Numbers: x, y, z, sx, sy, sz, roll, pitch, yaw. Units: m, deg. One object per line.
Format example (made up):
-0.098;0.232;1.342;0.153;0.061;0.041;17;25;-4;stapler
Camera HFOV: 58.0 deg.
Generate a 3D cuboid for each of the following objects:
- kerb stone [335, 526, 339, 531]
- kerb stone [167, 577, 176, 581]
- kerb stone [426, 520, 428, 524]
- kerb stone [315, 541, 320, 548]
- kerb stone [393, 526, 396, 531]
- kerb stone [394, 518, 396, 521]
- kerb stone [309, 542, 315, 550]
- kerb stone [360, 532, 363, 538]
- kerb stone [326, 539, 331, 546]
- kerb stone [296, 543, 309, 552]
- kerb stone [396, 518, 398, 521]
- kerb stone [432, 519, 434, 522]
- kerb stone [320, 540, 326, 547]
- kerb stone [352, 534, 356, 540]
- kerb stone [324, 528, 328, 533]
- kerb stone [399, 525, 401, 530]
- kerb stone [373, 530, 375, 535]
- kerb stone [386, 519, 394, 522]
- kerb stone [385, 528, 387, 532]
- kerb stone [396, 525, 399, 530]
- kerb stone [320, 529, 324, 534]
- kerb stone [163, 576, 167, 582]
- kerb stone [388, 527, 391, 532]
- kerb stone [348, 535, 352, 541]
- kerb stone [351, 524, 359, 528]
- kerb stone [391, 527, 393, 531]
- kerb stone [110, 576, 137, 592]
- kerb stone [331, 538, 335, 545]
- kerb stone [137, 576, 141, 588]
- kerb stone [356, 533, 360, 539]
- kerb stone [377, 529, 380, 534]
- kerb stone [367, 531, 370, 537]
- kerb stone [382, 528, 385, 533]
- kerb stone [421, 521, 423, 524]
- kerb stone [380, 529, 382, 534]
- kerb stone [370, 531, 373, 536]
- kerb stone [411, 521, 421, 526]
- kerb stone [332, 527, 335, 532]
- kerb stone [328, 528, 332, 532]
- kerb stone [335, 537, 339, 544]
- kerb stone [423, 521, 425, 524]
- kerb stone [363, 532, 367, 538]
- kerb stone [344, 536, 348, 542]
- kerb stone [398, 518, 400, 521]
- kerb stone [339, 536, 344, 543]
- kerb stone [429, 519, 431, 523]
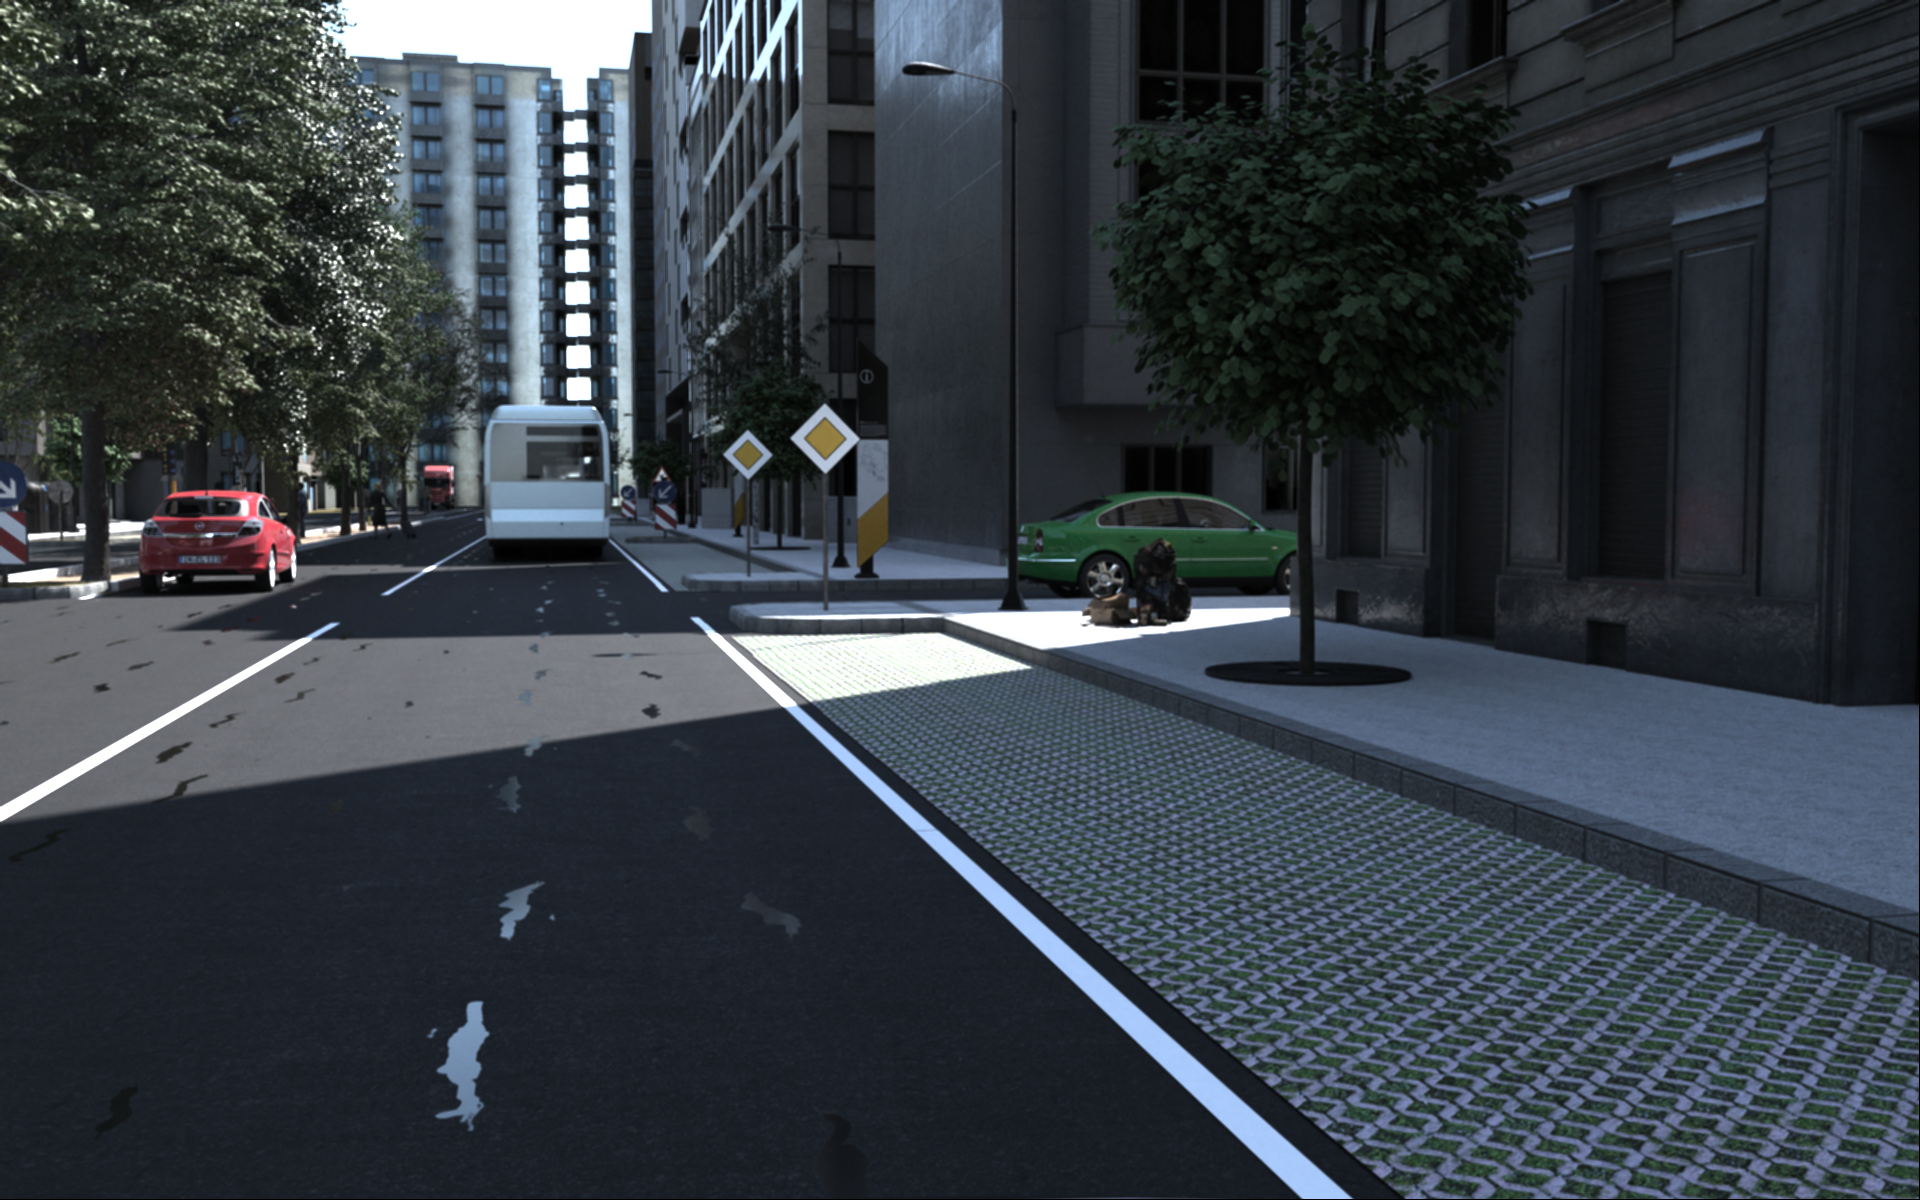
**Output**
-24.019;-2.701;66.351;0.120;0.150;1.000;-1;4;-13;kerb stone
-13.201;-0.406;28.840;0.120;0.150;1.000;-1;4;-13;kerb stone
-25.668;-3.708;82.824;0.120;0.150;1.000;-1;4;-13;kerb stone
-17.122;-1.445;45.828;0.120;0.150;1.000;-1;4;-13;kerb stone
-21.979;-2.730;66.829;0.120;0.150;1.000;-1;4;-13;kerb stone
-29.330;-4.106;89.323;0.120;0.150;1.000;-1;4;-13;kerb stone
-16.891;-1.382;44.832;0.120;0.150;1.000;-1;4;-13;kerb stone
-19.436;-2.058;55.839;0.120;0.150;1.000;-1;4;-13;kerb stone
-17.583;-1.568;47.837;0.120;0.150;1.000;-1;4;-13;kerb stone
-16.660;-1.320;43.823;0.120;0.150;1.000;-1;4;-13;kerb stone
-29.568;-4.167;90.323;0.120;0.150;1.000;-1;4;-13;kerb stone
-26.596;-3.952;86.816;0.120;0.150;1.000;-1;4;-13;kerb stone
-17.353;-1.495;46.833;0.120;0.150;1.000;-1;4;-13;kerb stone
-18.973;-1.930;53.842;0.120;0.150;1.000;-1;4;-13;kerb stone
-23.335;-2.517;63.349;0.120;0.150;1.000;-1;4;-13;kerb stone
-22.438;-2.852;68.829;0.120;0.150;1.000;-1;4;-13;kerb stone
-20.360;-2.296;59.832;0.120;0.150;1.000;-1;4;-13;kerb stone
-29.101;-4.045;88.325;0.120;0.150;1.000;-1;4;-13;kerb stone
-21.294;-2.547;63.832;0.120;0.150;1.000;-1;4;-13;kerb stone
-22.197;-2.791;67.828;0.120;0.150;1.000;-1;4;-13;kerb stone
-23.100;-2.456;62.347;0.120;0.150;1.000;-1;4;-13;kerb stone
-12.966;-0.346;27.846;0.120;0.150;1.000;-1;4;-13;kerb stone
-21.516;-2.608;64.830;0.120;0.150;1.000;-1;4;-13;kerb stone
-18.742;-1.871;52.846;0.120;0.150;1.000;-1;4;-13;kerb stone
-25.641;-3.129;73.347;0.120;0.150;1.000;-1;4;-13;kerb stone
-21.748;-2.669;65.833;0.120;0.150;1.000;-1;4;-13;kerb stone
-12.503;-0.223;25.852;0.120;0.150;1.000;-1;4;-13;kerb stone
-17.819;-1.626;48.838;0.120;0.150;1.000;-1;4;-13;kerb stone
-12.735;-0.285;26.847;0.120;0.150;1.000;-1;4;-13;kerb stone
-19.207;-1.997;54.843;0.120;0.150;1.000;-1;4;-13;kerb stone
-20.586;-2.363;60.832;0.120;0.150;1.000;-1;4;-13;kerb stone
-19.899;-2.180;57.833;0.120;0.150;1.000;-1;4;-13;kerb stone
-21.052;-2.481;62.839;0.120;0.150;1.000;-1;4;-13;kerb stone
-24.984;-3.522;79.831;0.120;0.150;1.000;-1;4;-13;kerb stone
-20.823;-2.422;61.835;0.120;0.150;1.000;-1;4;-13;kerb stone
-20.127;-2.240;58.833;0.120;0.150;1.000;-1;4;-13;kerb stone
-24.753;-3.464;78.835;0.120;0.150;1.000;-1;4;-13;kerb stone
-23.792;-2.640;65.353;0.120;0.150;1.000;-1;4;-13;kerb stone
-23.569;-2.578;64.352;0.120;0.150;1.000;-1;4;-13;kerb stone
-18.059;-1.691;49.838;0.120;0.150;1.000;-1;4;-13;kerb stone
-25.208;-3.586;80.829;0.120;0.150;1.000;-1;4;-13;kerb stone
-19.660;-2.118;56.837;0.120;0.150;1.000;-1;4;-13;kerb stone
-18.512;-1.814;51.848;0.120;0.150;1.000;-1;4;-13;kerb stone
-29.777;-4.219;91.324;0.120;0.150;1.000;-1;4;-13;kerb stone
-18.283;-1.752;50.835;0.120;0.150;1.000;-1;4;-13;kerb stone
-26.134;-3.824;84.824;0.120;0.150;1.000;-1;4;-13;kerb stone
